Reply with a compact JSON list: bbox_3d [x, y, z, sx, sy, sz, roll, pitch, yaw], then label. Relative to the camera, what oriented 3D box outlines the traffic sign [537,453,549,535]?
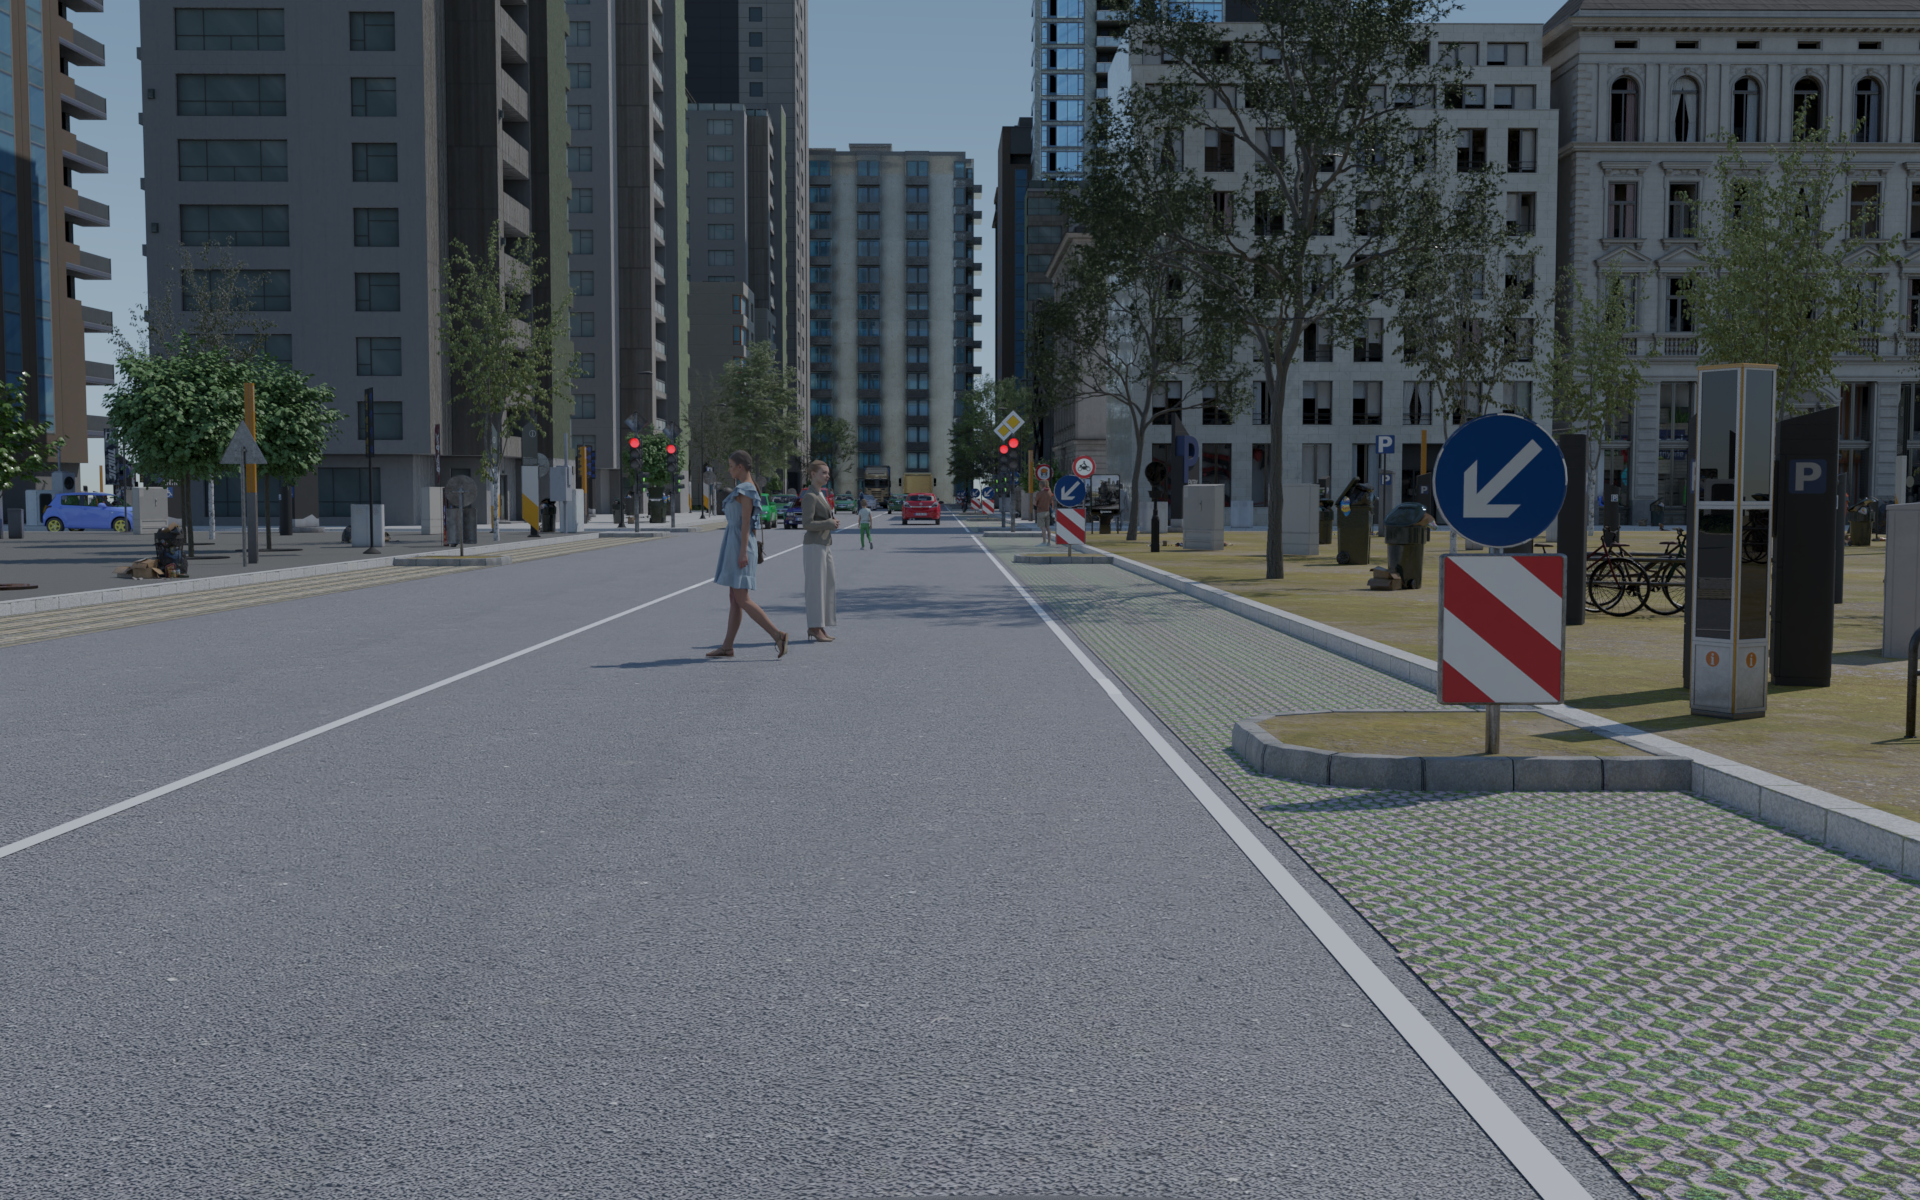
[{"bbox_3d":[-13.042,-3.261,53.423,0.768,2.556,0.104,1,4,8],"label":"traffic sign"}]

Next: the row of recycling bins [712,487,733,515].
[{"bbox_3d":[-14.446,-6.038,105.839,1.069,1.692,3.534,-1,4,-16],"label":"row of recycling bins"}]

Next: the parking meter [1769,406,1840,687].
[{"bbox_3d":[5.638,-0.361,11.617,0.399,1.863,0.255,1,4,19],"label":"parking meter"}]

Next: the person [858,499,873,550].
[{"bbox_3d":[-2.422,-1.941,44.484,0.306,1.304,0.590,-2,4,-29],"label":"person"}]

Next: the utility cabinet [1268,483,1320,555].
[{"bbox_3d":[6.966,-1.679,36.135,0.318,1.500,1.173,-2,4,-35],"label":"utility cabinet"}]

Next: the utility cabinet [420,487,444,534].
[{"bbox_3d":[-16.731,-2.830,54.950,0.318,1.500,1.173,0,4,6],"label":"utility cabinet"}]

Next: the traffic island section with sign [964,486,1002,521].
[{"bbox_3d":[1.341,-5.029,90.857,1.989,1.847,2.006,0,4,-1],"label":"traffic island section with sign"}]

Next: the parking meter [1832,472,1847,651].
[{"bbox_3d":[6.990,-0.356,14.234,0.372,1.533,0.369,0,3,0],"label":"parking meter"}]

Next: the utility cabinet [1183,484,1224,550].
[{"bbox_3d":[5.517,-1.874,39.326,0.318,1.500,1.173,-2,4,-28],"label":"utility cabinet"}]

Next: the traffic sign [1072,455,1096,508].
[{"bbox_3d":[4.077,-3.476,56.945,0.768,2.556,0.104,0,4,3],"label":"traffic sign"}]

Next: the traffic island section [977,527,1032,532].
[{"bbox_3d":[1.686,-2.685,66.185,2.009,0.180,2.903,0,4,-1],"label":"traffic island section"}]

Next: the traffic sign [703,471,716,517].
[{"bbox_3d":[-13.726,-5.790,94.778,0.768,2.556,0.104,0,4,1],"label":"traffic sign"}]

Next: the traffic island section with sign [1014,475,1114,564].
[{"bbox_3d":[2.137,-1.686,36.195,1.989,1.847,2.006,0,4,-1],"label":"traffic island section with sign"}]

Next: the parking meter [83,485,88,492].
[{"bbox_3d":[-59.143,-6.817,117.167,0.255,1.863,0.399,-2,4,-34],"label":"parking meter"}]

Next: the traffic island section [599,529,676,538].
[{"bbox_3d":[-10.837,-2.186,58.021,2.009,0.180,2.903,0,4,-1],"label":"traffic island section"}]

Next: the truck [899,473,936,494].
[{"bbox_3d":[-3.790,-9.746,155.263,3.469,3.379,9.791,0,4,-2],"label":"truck"}]

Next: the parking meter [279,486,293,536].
[{"bbox_3d":[-20.869,-2.764,53.598,0.372,1.533,0.369,0,3,0],"label":"parking meter"}]

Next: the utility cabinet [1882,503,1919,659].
[{"bbox_3d":[7.607,-0.169,13.933,0.306,1.237,1.020,2,4,30],"label":"utility cabinet"}]

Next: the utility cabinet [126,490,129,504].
[{"bbox_3d":[-39.541,-4.511,82.433,0.318,1.500,1.173,-2,4,-25],"label":"utility cabinet"}]

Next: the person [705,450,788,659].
[{"bbox_3d":[-1.845,-0.397,15.084,0.778,1.811,0.616,1,4,15],"label":"person"}]

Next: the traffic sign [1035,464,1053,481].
[{"bbox_3d":[3.549,-4.464,73.098,0.768,2.556,0.104,0,4,4],"label":"traffic sign"}]

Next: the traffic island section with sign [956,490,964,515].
[{"bbox_3d":[0.929,-6.688,117.974,1.989,1.847,2.006,0,4,-1],"label":"traffic island section with sign"}]

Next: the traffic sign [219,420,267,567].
[{"bbox_3d":[-12.622,-1.865,30.493,0.884,2.594,0.081,0,4,7],"label":"traffic sign"}]

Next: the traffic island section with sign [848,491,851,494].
[{"bbox_3d":[-12.536,-11.446,195.772,1.989,1.847,2.006,0,4,-1],"label":"traffic island section with sign"}]

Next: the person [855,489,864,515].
[{"bbox_3d":[-6.814,-6.709,118.376,0.419,1.800,0.721,-3,5,-40],"label":"person"}]

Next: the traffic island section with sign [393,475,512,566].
[{"bbox_3d":[-10.180,-1.615,35.027,1.989,1.847,2.006,0,4,-1],"label":"traffic island section with sign"}]

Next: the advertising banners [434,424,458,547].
[{"bbox_3d":[-12.668,-2.841,42.641,0.090,3.025,2.074,-2,4,-29],"label":"advertising banners"}]

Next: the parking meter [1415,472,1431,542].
[{"bbox_3d":[12.509,-2.515,46.829,0.399,1.863,0.255,0,4,7],"label":"parking meter"}]

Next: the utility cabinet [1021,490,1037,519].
[{"bbox_3d":[3.619,-4.736,86.117,1.173,1.500,0.318,2,4,33],"label":"utility cabinet"}]

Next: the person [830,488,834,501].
[{"bbox_3d":[-8.791,-6.667,117.633,0.709,1.813,0.853,2,4,26],"label":"person"}]

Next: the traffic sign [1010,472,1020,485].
[{"bbox_3d":[3.001,-5.923,96.939,0.768,2.556,0.104,0,4,1],"label":"traffic sign"}]

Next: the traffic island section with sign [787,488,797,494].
[{"bbox_3d":[-11.380,-6.663,117.564,1.989,1.847,2.006,0,4,-1],"label":"traffic island section with sign"}]

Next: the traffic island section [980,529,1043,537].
[{"bbox_3d":[1.803,-2.197,58.201,2.009,0.180,2.903,0,4,-1],"label":"traffic island section"}]

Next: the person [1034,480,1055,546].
[{"bbox_3d":[2.304,-2.369,47.213,0.573,1.828,0.580,0,4,1],"label":"person"}]

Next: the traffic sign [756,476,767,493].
[{"bbox_3d":[-14.014,-7.464,122.148,0.768,2.556,0.104,0,4,5],"label":"traffic sign"}]

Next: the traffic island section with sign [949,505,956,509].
[{"bbox_3d":[0.196,-9.769,168.345,1.989,1.847,2.006,0,4,-1],"label":"traffic island section with sign"}]

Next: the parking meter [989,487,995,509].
[{"bbox_3d":[2.558,-8.096,138.080,0.255,1.863,0.399,3,5,42],"label":"parking meter"}]

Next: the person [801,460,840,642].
[{"bbox_3d":[-1.341,-0.474,16.794,0.362,1.759,0.519,1,4,9],"label":"person"}]

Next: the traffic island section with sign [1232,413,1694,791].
[{"bbox_3d":[2.523,-0.038,9.243,1.989,1.847,2.006,0,4,-1],"label":"traffic island section with sign"}]

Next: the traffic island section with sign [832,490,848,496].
[{"bbox_3d":[-12.127,-9.739,167.861,1.989,1.847,2.006,0,4,-1],"label":"traffic island section with sign"}]

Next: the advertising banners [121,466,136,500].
[{"bbox_3d":[-50.215,-6.620,104.431,2.074,3.025,0.090,2,4,35],"label":"advertising banners"}]

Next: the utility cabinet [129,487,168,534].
[{"bbox_3d":[-25.762,-2.841,55.121,0.318,1.500,1.173,1,4,19],"label":"utility cabinet"}]

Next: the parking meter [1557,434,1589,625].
[{"bbox_3d":[6.041,-0.696,17.086,0.255,1.863,0.399,2,4,24],"label":"parking meter"}]

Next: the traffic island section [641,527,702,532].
[{"bbox_3d":[-10.954,-2.674,66.006,2.009,0.180,2.903,0,4,-1],"label":"traffic island section"}]

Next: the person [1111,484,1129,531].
[{"bbox_3d":[5.887,-3.386,63.983,0.709,1.813,0.853,0,4,-7],"label":"person"}]

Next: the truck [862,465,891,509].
[{"bbox_3d":[-8.177,-11.160,171.384,2.839,4.237,11.283,0,4,-2],"label":"truck"}]
